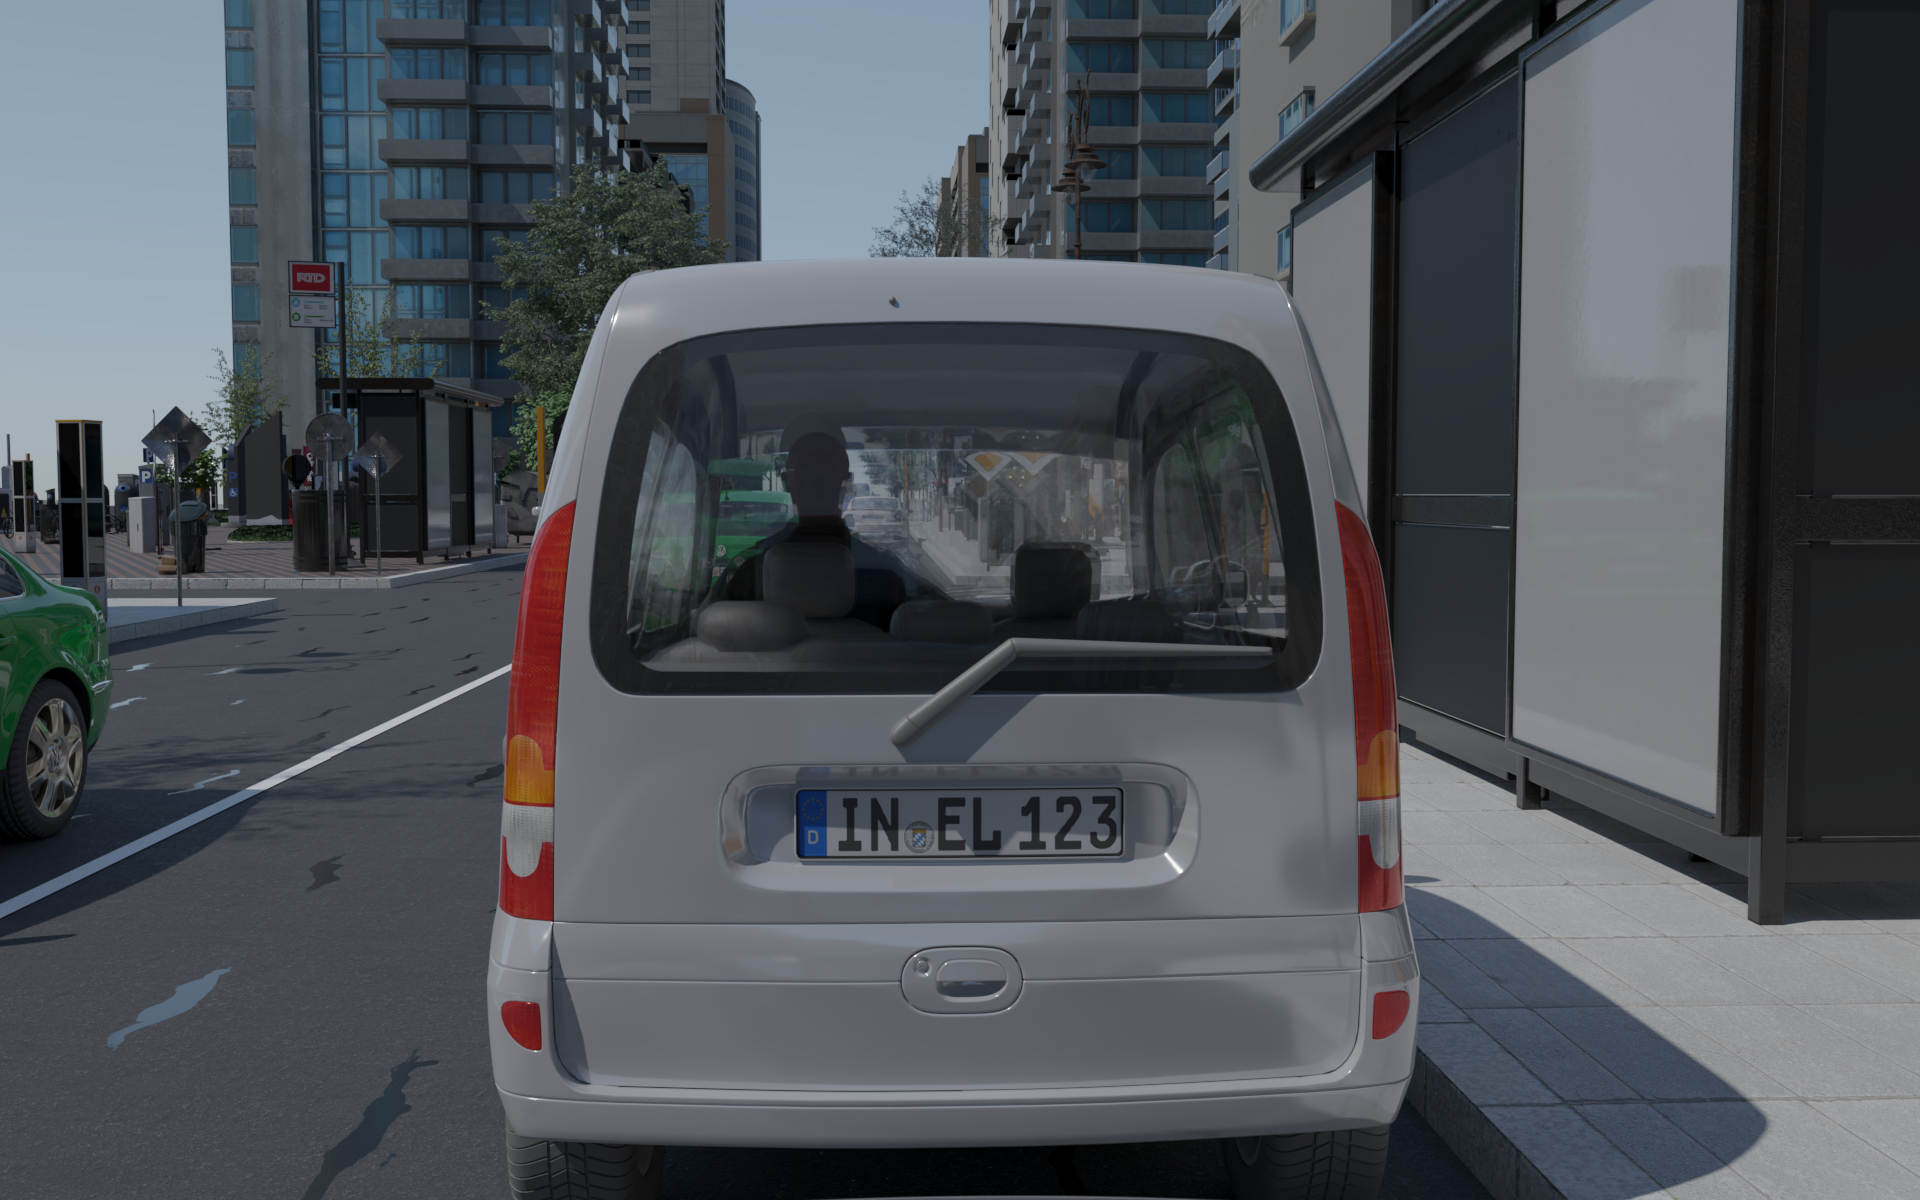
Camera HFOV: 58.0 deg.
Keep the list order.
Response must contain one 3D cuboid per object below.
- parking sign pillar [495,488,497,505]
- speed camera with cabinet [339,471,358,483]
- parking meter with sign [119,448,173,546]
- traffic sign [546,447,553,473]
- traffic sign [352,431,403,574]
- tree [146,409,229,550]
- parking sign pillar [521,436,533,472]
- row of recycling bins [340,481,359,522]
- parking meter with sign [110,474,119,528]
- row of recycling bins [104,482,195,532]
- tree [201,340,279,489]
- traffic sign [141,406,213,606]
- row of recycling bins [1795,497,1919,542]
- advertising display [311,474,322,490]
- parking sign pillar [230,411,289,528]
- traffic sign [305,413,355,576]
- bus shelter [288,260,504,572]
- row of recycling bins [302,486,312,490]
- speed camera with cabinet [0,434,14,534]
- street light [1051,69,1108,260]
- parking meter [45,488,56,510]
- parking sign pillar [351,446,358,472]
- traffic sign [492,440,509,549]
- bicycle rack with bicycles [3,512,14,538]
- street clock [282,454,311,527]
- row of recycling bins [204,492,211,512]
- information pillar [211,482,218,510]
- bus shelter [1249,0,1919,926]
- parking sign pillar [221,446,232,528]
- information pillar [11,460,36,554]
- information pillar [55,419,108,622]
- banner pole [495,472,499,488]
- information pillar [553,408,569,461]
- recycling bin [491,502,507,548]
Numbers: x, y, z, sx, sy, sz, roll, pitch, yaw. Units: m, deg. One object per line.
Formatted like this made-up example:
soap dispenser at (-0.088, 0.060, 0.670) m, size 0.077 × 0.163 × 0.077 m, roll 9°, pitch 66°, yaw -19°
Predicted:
parking sign pillar at (-24.010, -6.032, 87.091) m, size 1.447 × 3.967 × 1.447 m, roll 0°, pitch 4°, yaw -8°
speed camera with cabinet at (-24.684, -4.532, 68.429) m, size 0.660 × 3.252 × 2.038 m, roll 2°, pitch 4°, yaw 32°
parking meter with sign at (-20.190, -2.878, 43.314) m, size 0.543 × 3.016 × 1.738 m, roll 0°, pitch 4°, yaw 6°
traffic sign at (-10.862, -2.847, 46.656) m, size 0.768 × 2.556 × 0.104 m, roll 0°, pitch 4°, yaw 2°
traffic sign at (-9.323, -1.474, 27.747) m, size 0.795 × 2.450 × 0.064 m, roll 0°, pitch 4°, yaw -3°
tree at (-17.550, -2.763, 39.770) m, size 1.663 × 3.219 × 1.824 m, roll 0°, pitch 3°, yaw 0°
parking sign pillar at (-12.908, -3.989, 53.697) m, size 1.447 × 3.967 × 1.447 m, roll 0°, pitch 4°, yaw 3°
row of recycling bins at (-19.438, -2.899, 54.508) m, size 1.069 × 1.692 × 3.534 m, roll -1°, pitch 4°, yaw -12°
parking meter with sign at (-31.523, -4.248, 65.713) m, size 1.738 × 3.016 × 0.543 m, roll 1°, pitch 4°, yaw 8°
row of recycling bins at (-27.612, -3.131, 58.297) m, size 3.534 × 1.692 × 1.069 m, roll -1°, pitch 4°, yaw -9°
tree at (-34.493, -8.132, 83.322) m, size 4.737 × 8.622 × 4.395 m, roll 0°, pitch 3°, yaw 0°
traffic sign at (-8.929, -0.987, 19.772) m, size 0.795 × 2.450 × 0.064 m, roll 0°, pitch 4°, yaw -3°
row of recycling bins at (6.842, -0.422, 14.013) m, size 1.069 × 1.692 × 3.534 m, roll 0°, pitch 4°, yaw 3°
advertising display at (-21.119, -3.191, 57.383) m, size 0.123 × 1.923 × 0.974 m, roll 1°, pitch 4°, yaw 16°
parking sign pillar at (-22.566, -4.154, 56.384) m, size 1.447 × 3.967 × 1.447 m, roll 1°, pitch 4°, yaw 13°
traffic sign at (-9.881, -1.656, 27.176) m, size 0.768 × 2.556 × 0.104 m, roll 0°, pitch 4°, yaw -2°
bus shelter at (-10.595, -3.363, 32.612) m, size 2.179 × 5.291 × 8.768 m, roll 0°, pitch 4°, yaw -3°
row of recycling bins at (-27.072, -4.040, 73.172) m, size 1.069 × 1.692 × 3.534 m, roll 0°, pitch 4°, yaw -8°
speed camera with cabinet at (-31.099, -3.792, 56.336) m, size 0.660 × 3.252 × 2.038 m, roll 0°, pitch 4°, yaw 0°
street light at (1.319, -2.854, 19.449) m, size 0.468 × 5.910 × 1.993 m, roll 0°, pitch 4°, yaw -3°
parking meter at (-38.552, -3.977, 73.428) m, size 0.372 × 1.533 × 0.369 m, roll 0°, pitch 3°, yaw 0°
parking sign pillar at (-33.312, -6.558, 95.698) m, size 1.447 × 3.967 × 1.447 m, roll -1°, pitch 4°, yaw -23°
traffic sign at (-10.925, -2.473, 40.532) m, size 0.768 × 2.556 × 0.104 m, roll 0°, pitch 4°, yaw 0°
bicycle rack with bicycles at (-26.881, -2.302, 51.015) m, size 2.852 × 0.926 × 2.925 m, roll 1°, pitch 4°, yaw 21°
street clock at (-12.096, -1.655, 31.635) m, size 0.471 × 2.002 × 0.358 m, roll -2°, pitch 4°, yaw -29°
row of recycling bins at (-32.652, -3.980, 72.184) m, size 3.534 × 1.692 × 1.069 m, roll 2°, pitch 4°, yaw 26°
information pillar at (-43.669, -5.929, 101.438) m, size 0.304 × 2.012 × 0.304 m, roll 0°, pitch 4°, yaw -2°
bus shelter at (2.958, -1.936, 9.286) m, size 2.179 × 5.291 × 8.768 m, roll 0°, pitch 4°, yaw -3°
parking sign pillar at (-27.446, -4.744, 66.029) m, size 1.447 × 3.967 × 1.447 m, roll 0°, pitch 4°, yaw 1°
information pillar at (-20.240, -2.016, 37.450) m, size 0.304 × 2.012 × 0.304 m, roll 1°, pitch 4°, yaw 9°
information pillar at (-8.729, -0.779, 17.222) m, size 0.304 × 2.012 × 0.304 m, roll 1°, pitch 4°, yaw 11°
banner pole at (-22.367, -5.662, 82.590) m, size 0.863 × 3.779 × 0.401 m, roll 1°, pitch 4°, yaw 15°
information pillar at (-10.561, -3.349, 46.113) m, size 0.504 × 3.616 × 0.183 m, roll -1°, pitch 4°, yaw -10°
recycling bin at (-11.298, -1.758, 41.291) m, size 0.722 × 1.027 × 0.722 m, roll 2°, pitch 4°, yaw 28°
